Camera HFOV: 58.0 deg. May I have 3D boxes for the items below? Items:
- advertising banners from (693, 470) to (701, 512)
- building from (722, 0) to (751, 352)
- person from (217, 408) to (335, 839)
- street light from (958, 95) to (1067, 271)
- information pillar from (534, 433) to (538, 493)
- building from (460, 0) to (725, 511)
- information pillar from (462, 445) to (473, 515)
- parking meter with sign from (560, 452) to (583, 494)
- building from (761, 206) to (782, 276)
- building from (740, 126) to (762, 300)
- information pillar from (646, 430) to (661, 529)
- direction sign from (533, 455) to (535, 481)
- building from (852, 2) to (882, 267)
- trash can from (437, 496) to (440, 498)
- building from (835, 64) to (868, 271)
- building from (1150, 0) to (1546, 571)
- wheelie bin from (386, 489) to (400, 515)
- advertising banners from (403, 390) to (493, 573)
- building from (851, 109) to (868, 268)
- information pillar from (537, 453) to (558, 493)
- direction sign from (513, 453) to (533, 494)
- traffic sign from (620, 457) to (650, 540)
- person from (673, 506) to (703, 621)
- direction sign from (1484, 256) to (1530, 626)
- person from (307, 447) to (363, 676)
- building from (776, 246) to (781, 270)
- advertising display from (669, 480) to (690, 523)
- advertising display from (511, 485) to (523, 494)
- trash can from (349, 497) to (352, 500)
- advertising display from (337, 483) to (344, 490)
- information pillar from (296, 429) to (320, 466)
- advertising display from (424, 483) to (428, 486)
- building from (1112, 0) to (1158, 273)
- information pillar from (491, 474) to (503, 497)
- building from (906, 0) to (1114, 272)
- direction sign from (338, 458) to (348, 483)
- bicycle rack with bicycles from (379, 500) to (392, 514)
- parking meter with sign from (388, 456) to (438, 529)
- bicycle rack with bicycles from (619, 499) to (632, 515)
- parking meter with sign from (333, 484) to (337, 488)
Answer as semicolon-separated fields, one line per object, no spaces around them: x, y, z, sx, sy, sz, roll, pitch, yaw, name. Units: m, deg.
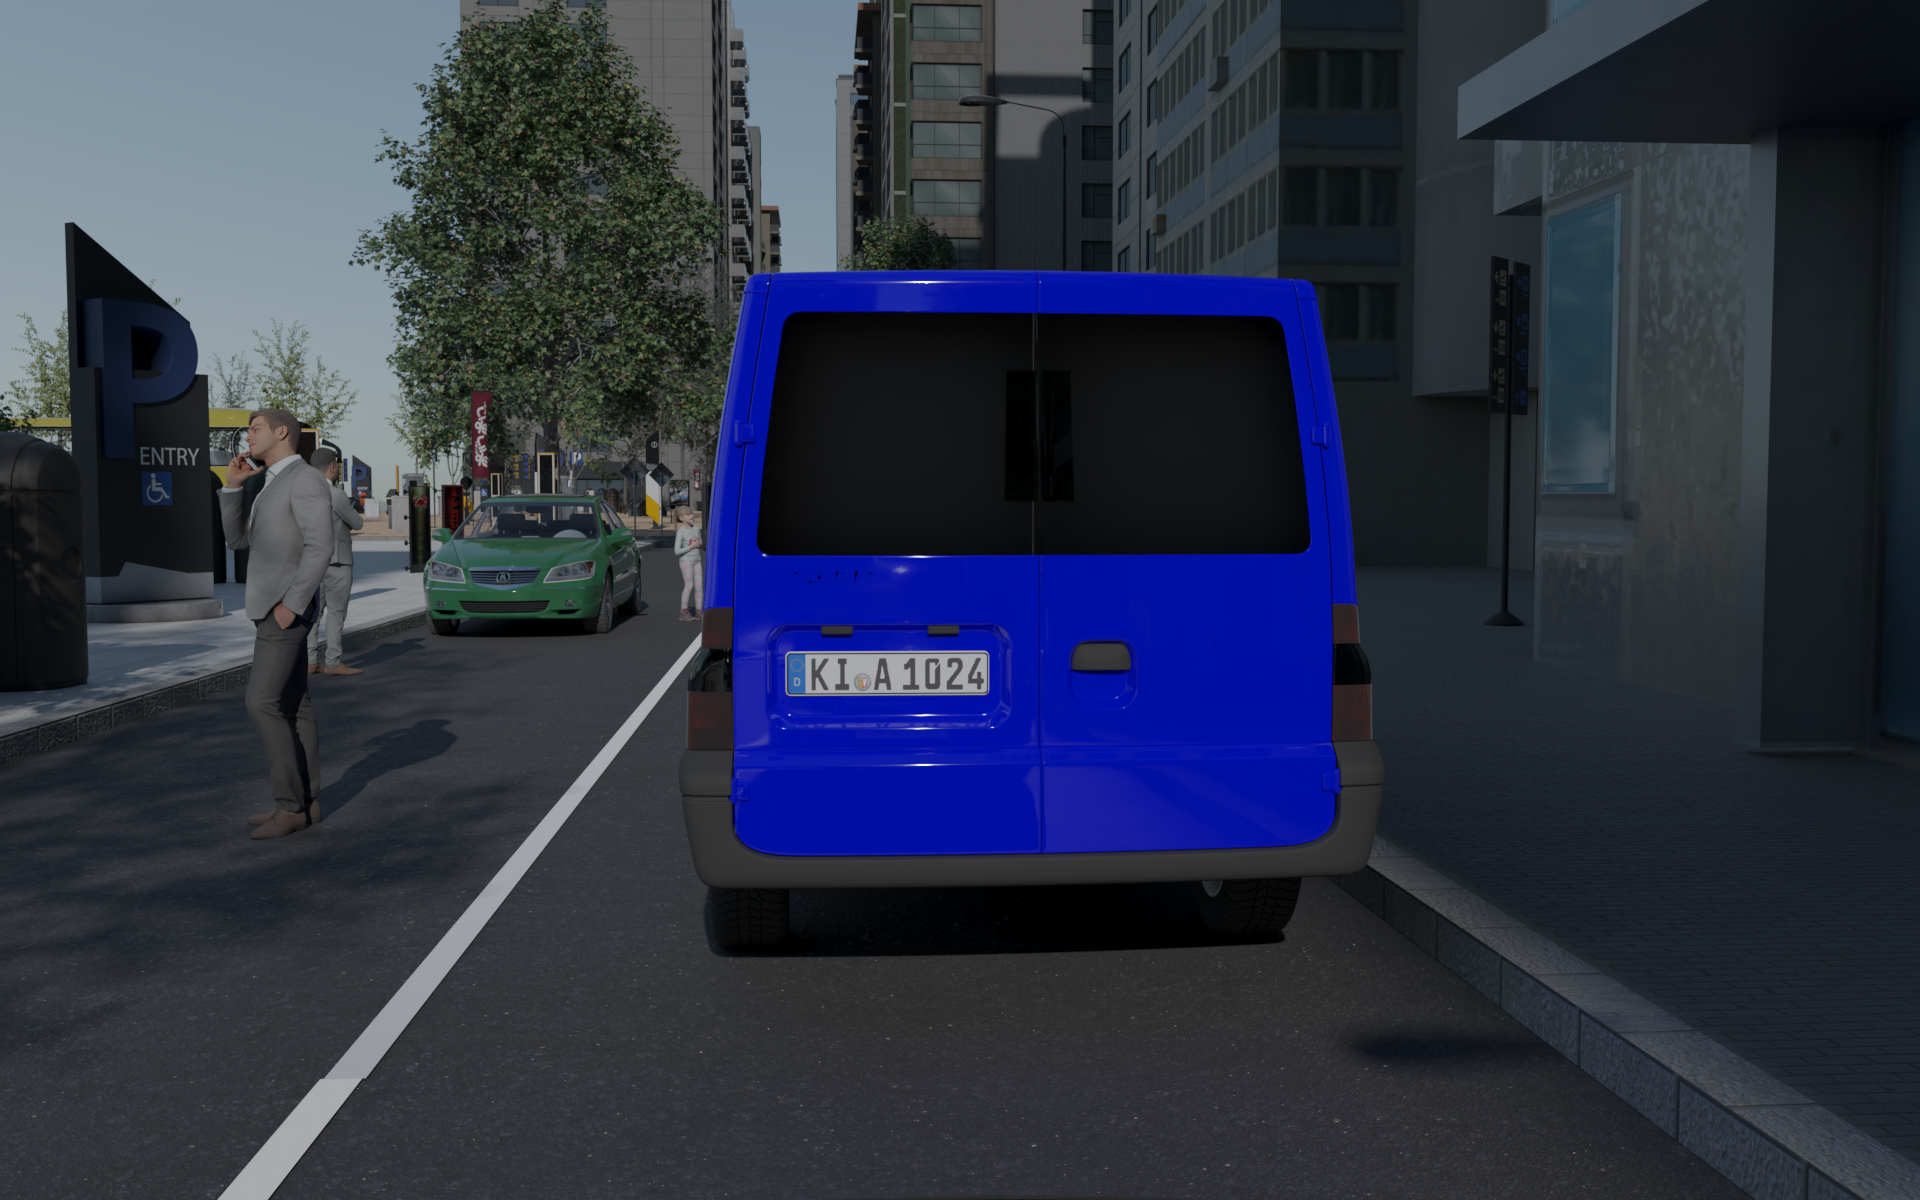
-18.286;-7.902;125.381;2.074;3.025;0.090;0;4;1;advertising banners
-31.171;-33.258;163.378;23.786;49.044;30.456;0;4;-5;building
-2.921;0.077;7.415;0.473;1.802;0.592;-1;4;-19;person
0.681;-2.925;20.359;1.470;5.913;1.316;0;4;-5;street light
-16.107;-4.561;65.923;0.183;3.616;0.504;0;4;-7;information pillar
-27.126;-42.756;137.312;20.563;71.187;20.611;0;4;-5;building
-23.304;-5.543;81.980;0.504;3.616;0.183;1;4;17;information pillar
-16.282;-4.619;71.775;0.543;3.016;1.738;-3;5;-40;parking meter with sign
-37.329;-36.700;254.662;22.147;44.769;28.867;0;4;-5;building
-28.565;-30.761;186.530;14.154;41.232;14.086;0;4;-5;building
-11.147;-4.375;62.882;0.504;3.616;0.183;0;4;2;information pillar
-25.071;-6.692;101.412;0.876;3.537;0.379;2;4;25;direction sign
1.582;-30.661;155.926;22.147;44.769;28.867;0;4;-5;building
-36.370;-6.731;121.702;0.748;1.137;0.748;0;3;0;trash can
-6.962;-43.018;245.338;21.231;58.520;28.212;0;4;-5;building
17.373;-21.030;35.728;32.217;40.220;23.993;0;4;-5;building
-34.644;-5.991;105.853;0.980;1.594;0.693;2;4;31;wheelie bin
-8.463;-1.994;28.794;0.090;3.025;2.074;2;4;27;advertising banners
-5.405;-33.520;198.158;14.600;45.320;14.200;0;4;-5;building
-7.358;-1.619;30.969;0.304;2.012;0.304;0;4;0;information pillar
-24.358;-6.366;96.086;0.876;3.537;0.379;0;4;-1;direction sign
-8.726;-2.620;46.486;0.795;2.450;0.064;0;4;-5;traffic sign
-3.023;-0.416;19.588;0.394;1.301;0.425;1;4;20;person
5.335;-1.522;16.875;0.379;3.537;0.876;3;5;40;direction sign
-4.979;-0.313;13.796;0.511;1.800;0.466;1;4;19;person
-35.720;-36.258;276.408;14.154;41.232;14.086;0;4;-5;building
-12.603;-4.442;77.837;0.974;1.923;0.123;1;4;19;advertising display
-30.828;-7.058;120.618;0.974;1.923;0.123;2;4;25;advertising display
-30.931;-4.614;87.093;0.748;1.137;0.748;0;3;0;trash can
-37.693;-6.120;105.283;0.974;1.923;0.123;3;5;45;advertising display
-7.394;-0.925;19.612;0.304;2.012;0.304;-1;4;-20;information pillar
-30.436;-5.642;97.464;0.974;1.923;0.123;-1;4;-15;advertising display
3.283;-41.202;111.904;20.563;71.187;20.611;0;4;-5;building
-16.602;-3.524;62.115;0.304;2.012;0.304;1;4;9;information pillar
4.303;-19.065;83.418;14.160;30.474;14.107;0;4;-5;building
-39.097;-7.199;109.705;0.876;3.537;0.379;2;4;26;direction sign
-33.422;-5.398;101.633;2.852;0.926;2.925;-1;4;-22;bicycle rack with bicycles
-20.284;-4.154;64.173;1.738;3.016;0.543;-3;4;-39;parking meter with sign
-24.036;-6.793;124.448;2.925;0.926;2.852;-1;4;-12;bicycle rack with bicycles
-35.426;-6.199;97.606;0.543;3.016;1.738;1;4;11;parking meter with sign
